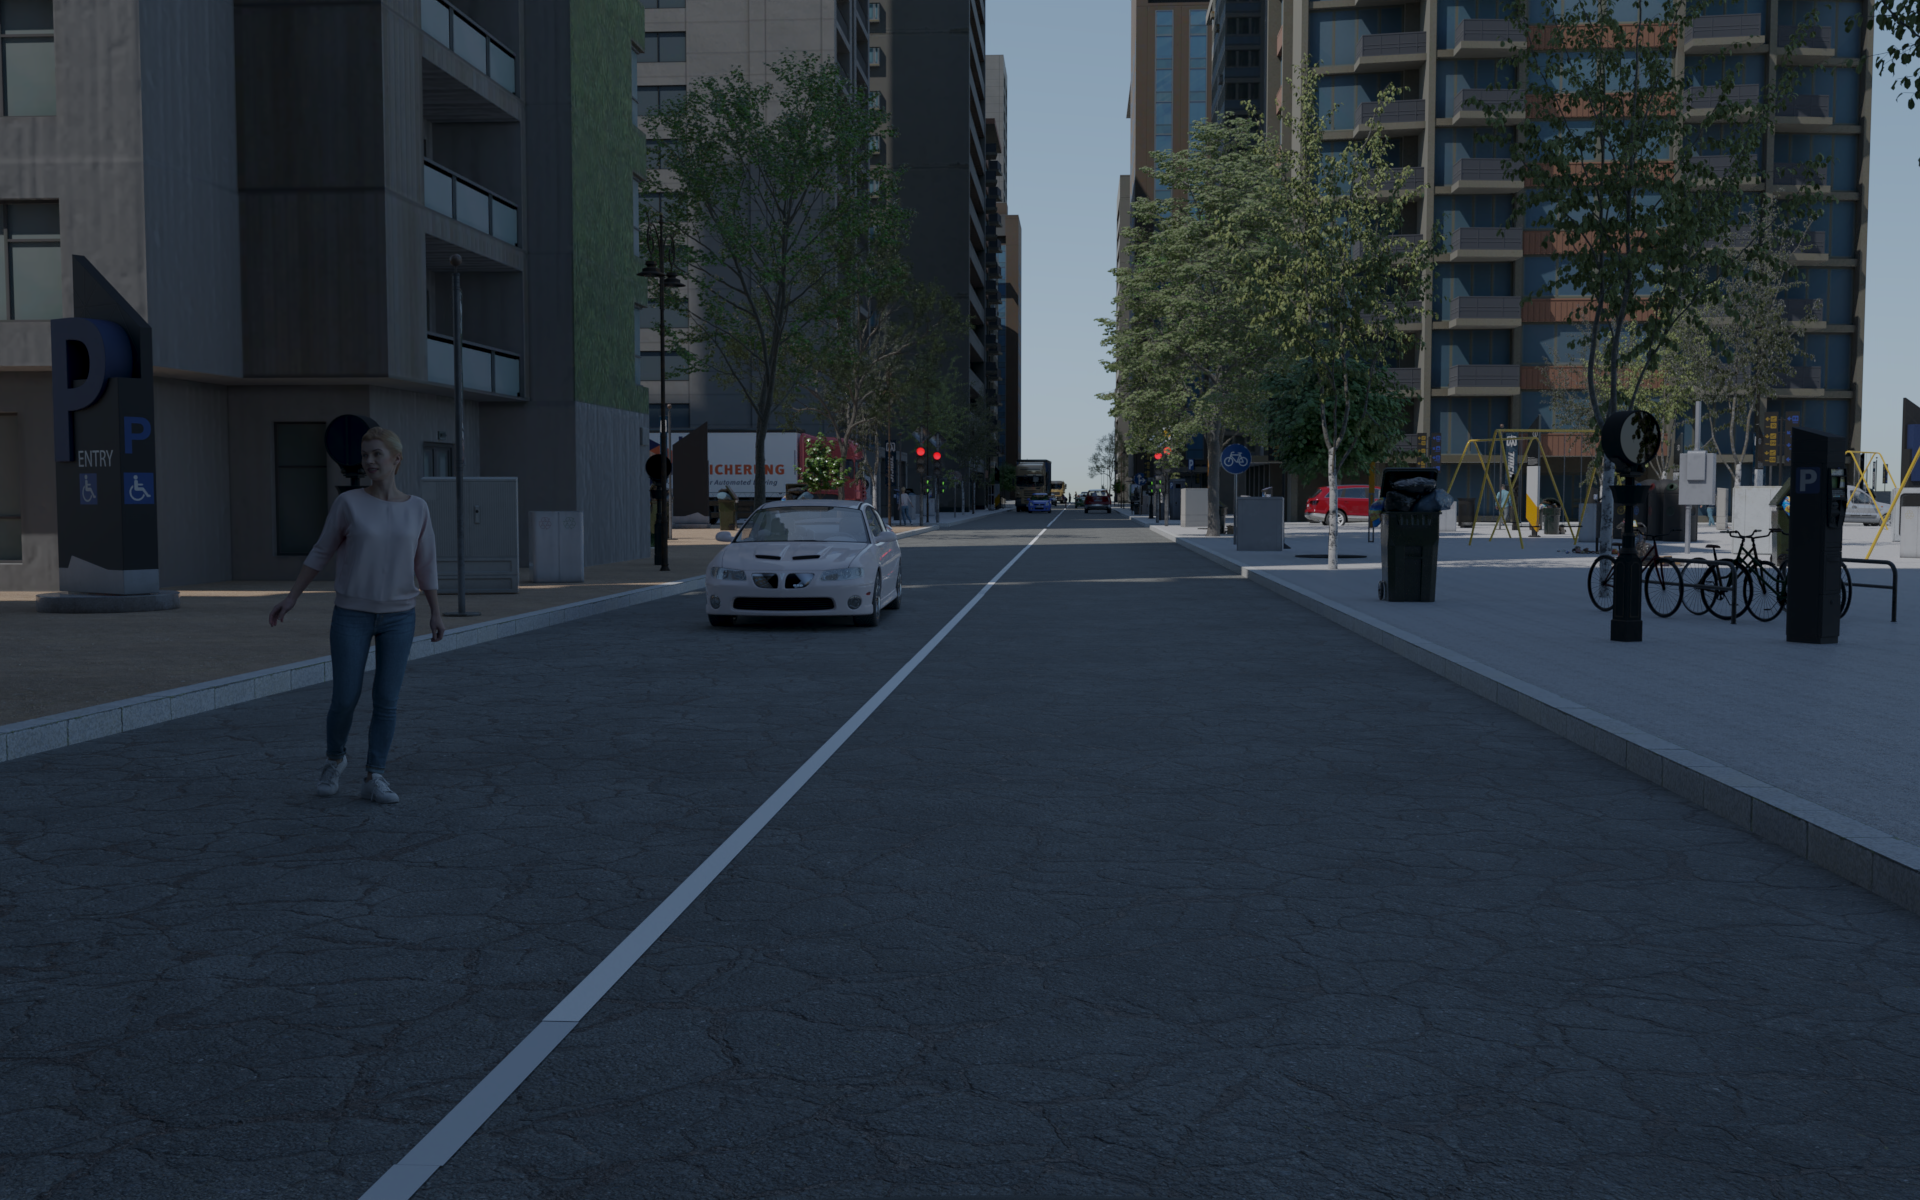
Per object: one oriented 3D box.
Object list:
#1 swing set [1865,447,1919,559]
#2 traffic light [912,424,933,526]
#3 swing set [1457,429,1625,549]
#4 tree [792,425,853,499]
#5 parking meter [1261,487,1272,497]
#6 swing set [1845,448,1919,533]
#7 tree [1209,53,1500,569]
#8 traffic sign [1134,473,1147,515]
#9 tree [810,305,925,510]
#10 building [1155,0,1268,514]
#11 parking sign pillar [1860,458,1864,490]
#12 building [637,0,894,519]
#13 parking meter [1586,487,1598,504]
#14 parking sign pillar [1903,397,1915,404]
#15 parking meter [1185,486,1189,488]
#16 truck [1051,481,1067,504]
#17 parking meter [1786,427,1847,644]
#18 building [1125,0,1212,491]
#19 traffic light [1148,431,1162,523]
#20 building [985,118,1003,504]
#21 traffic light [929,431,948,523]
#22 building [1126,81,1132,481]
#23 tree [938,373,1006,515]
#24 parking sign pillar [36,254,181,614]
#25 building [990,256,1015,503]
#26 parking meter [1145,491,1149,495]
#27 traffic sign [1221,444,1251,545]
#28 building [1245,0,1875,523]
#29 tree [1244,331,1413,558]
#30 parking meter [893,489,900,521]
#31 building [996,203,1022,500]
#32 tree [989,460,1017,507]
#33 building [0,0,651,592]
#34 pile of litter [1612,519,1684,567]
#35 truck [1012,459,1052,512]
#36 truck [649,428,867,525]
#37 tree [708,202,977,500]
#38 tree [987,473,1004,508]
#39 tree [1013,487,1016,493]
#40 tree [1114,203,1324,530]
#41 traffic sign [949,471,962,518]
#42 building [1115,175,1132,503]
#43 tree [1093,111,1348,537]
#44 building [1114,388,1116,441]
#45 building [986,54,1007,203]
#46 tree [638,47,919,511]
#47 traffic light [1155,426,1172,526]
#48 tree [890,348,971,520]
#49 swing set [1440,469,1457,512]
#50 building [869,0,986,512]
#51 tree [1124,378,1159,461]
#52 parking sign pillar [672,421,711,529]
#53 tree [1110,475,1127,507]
[{"bbox_3d":[18.779,-2.093,31.839,3.119,2.851,2.862,-2,4,-32],"label":"swing set"},{"bbox_3d":[-1.534,-4.930,69.531,0.839,4.253,0.868,0,4,4],"label":"traffic light"},{"bbox_3d":[14.220,-2.715,42.005,3.119,2.851,2.862,-1,4,-9],"label":"swing set"},{"bbox_3d":[-4.048,-3.327,49.003,1.663,3.219,1.824,0,3,0],"label":"tree"},{"bbox_3d":[10.530,-3.122,59.452,0.372,1.533,0.369,0,3,0],"label":"parking meter"},{"bbox_3d":[33.270,-4.048,63.798,3.119,2.851,2.862,-3,5,-43],"label":"swing set"},{"bbox_3d":[6.308,-4.816,29.107,4.737,8.622,4.395,0,3,0],"label":"tree"},{"bbox_3d":[10.830,-6.358,104.058,0.768,2.556,0.104,0,4,4],"label":"traffic sign"},{"bbox_3d":[-3.524,-7.107,66.563,4.360,8.622,3.978,0,3,0],"label":"tree"},{"bbox_3d":[29.242,-25.783,113.430,32.217,40.220,23.993,0,4,4],"label":"building"},{"bbox_3d":[48.597,-6.473,94.306,1.447,3.967,1.447,0,4,-5],"label":"parking sign pillar"},{"bbox_3d":[-13.646,-40.355,98.048,20.563,71.187,20.611,0,4,4],"label":"building"},{"bbox_3d":[21.648,-3.117,59.373,0.372,1.533,0.369,0,3,0],"label":"parking meter"},{"bbox_3d":[26.988,-3.659,48.303,1.447,3.967,1.447,0,4,-1],"label":"parking sign pillar"},{"bbox_3d":[16.934,-7.596,129.909,0.399,1.863,0.255,3,4,36],"label":"parking meter"},{"bbox_3d":[13.863,-15.622,251.341,3.469,3.379,9.791,0,4,5],"label":"truck"},{"bbox_3d":[7.375,-0.562,14.907,0.255,1.863,0.399,-2,4,-30],"label":"parking meter"},{"bbox_3d":[20.946,-30.021,140.955,14.600,45.320,14.200,0,4,4],"label":"building"},{"bbox_3d":[8.756,-5.377,76.843,0.839,4.253,0.868,0,4,4],"label":"traffic light"},{"bbox_3d":[-6.521,-33.279,198.735,22.147,44.769,28.867,0,4,4],"label":"building"},{"bbox_3d":[-0.984,-5.418,77.497,0.839,4.253,0.868,0,4,4],"label":"traffic light"},{"bbox_3d":[34.796,-37.978,210.174,28.713,52.752,27.495,0,4,4],"label":"building"},{"bbox_3d":[0.266,-9.445,104.784,4.360,8.622,3.978,0,3,0],"label":"tree"},{"bbox_3d":[-9.469,-1.877,19.158,1.447,3.967,1.447,2,4,34],"label":"parking sign pillar"},{"bbox_3d":[-7.112,-34.183,250.769,32.217,40.220,23.993,0,4,4],"label":"building"},{"bbox_3d":[12.787,-6.684,117.700,0.372,1.533,0.369,0,3,0],"label":"parking meter"},{"bbox_3d":[6.984,-2.679,43.907,0.768,2.556,0.104,0,4,8],"label":"traffic sign"},{"bbox_3d":[28.206,-26.387,86.053,28.867,44.769,22.147,0,4,4],"label":"building"},{"bbox_3d":[7.454,-3.142,35.080,4.285,4.588,4.351,0,3,0],"label":"tree"},{"bbox_3d":[-3.046,-4.634,84.171,0.372,1.533,0.369,0,3,0],"label":"parking meter"},{"bbox_3d":[2.425,-37.893,269.663,14.600,45.320,14.200,0,4,4],"label":"building"},{"bbox_3d":[4.406,-11.215,167.081,4.285,4.588,4.351,0,3,0],"label":"tree"},{"bbox_3d":[-13.755,-21.039,27.583,14.154,41.232,14.086,0,4,4],"label":"building"},{"bbox_3d":[12.351,-1.062,31.329,1.176,0.858,1.719,0,4,-6],"label":"pile of litter"},{"bbox_3d":[6.005,-9.347,141.733,2.839,4.237,11.283,0,4,6],"label":"truck"},{"bbox_3d":[-9.039,-5.223,74.311,11.283,4.237,2.839,0,4,3],"label":"truck"},{"bbox_3d":[-3.886,-7.416,55.666,8.767,10.594,7.601,-1,4,-9],"label":"tree"},{"bbox_3d":[3.288,-10.223,161.750,1.663,3.219,1.824,0,3,0],"label":"tree"},{"bbox_3d":[6.768,-12.690,202.088,1.663,3.219,1.824,0,3,0],"label":"tree"},{"bbox_3d":[9.190,-8.351,62.287,9.928,11.665,9.643,0,3,0],"label":"tree"},{"bbox_3d":[-0.278,-5.783,94.661,0.768,2.556,0.104,0,4,5],"label":"traffic sign"},{"bbox_3d":[33.287,-38.217,248.556,21.300,48.544,21.600,0,4,4],"label":"building"},{"bbox_3d":[8.052,-8.177,51.828,7.486,12.596,7.792,0,3,0],"label":"tree"},{"bbox_3d":[38.605,-26.280,274.708,27.650,21.520,28.899,0,4,4],"label":"building"},{"bbox_3d":[-0.351,-51.959,287.773,20.563,71.187,20.611,0,4,4],"label":"building"},{"bbox_3d":[-4.594,-7.030,40.694,9.928,11.665,9.643,0,3,0],"label":"tree"},{"bbox_3d":[8.205,-4.890,68.876,0.839,4.253,0.868,0,4,4],"label":"traffic light"},{"bbox_3d":[-1.272,-8.323,86.448,4.737,8.622,4.395,0,3,0],"label":"tree"},{"bbox_3d":[15.166,-3.127,48.746,2.862,2.851,3.119,-1,4,-19],"label":"swing set"},{"bbox_3d":[-9.276,-31.032,131.070,21.300,48.544,21.600,0,4,4],"label":"building"},{"bbox_3d":[11.340,-9.014,97.748,4.737,8.622,4.395,0,3,0],"label":"tree"},{"bbox_3d":[-9.994,-4.638,64.302,1.447,3.967,1.447,0,4,-1],"label":"parking sign pillar"},{"bbox_3d":[18.046,-12.282,195.414,1.663,3.219,1.824,0,3,0],"label":"tree"}]
